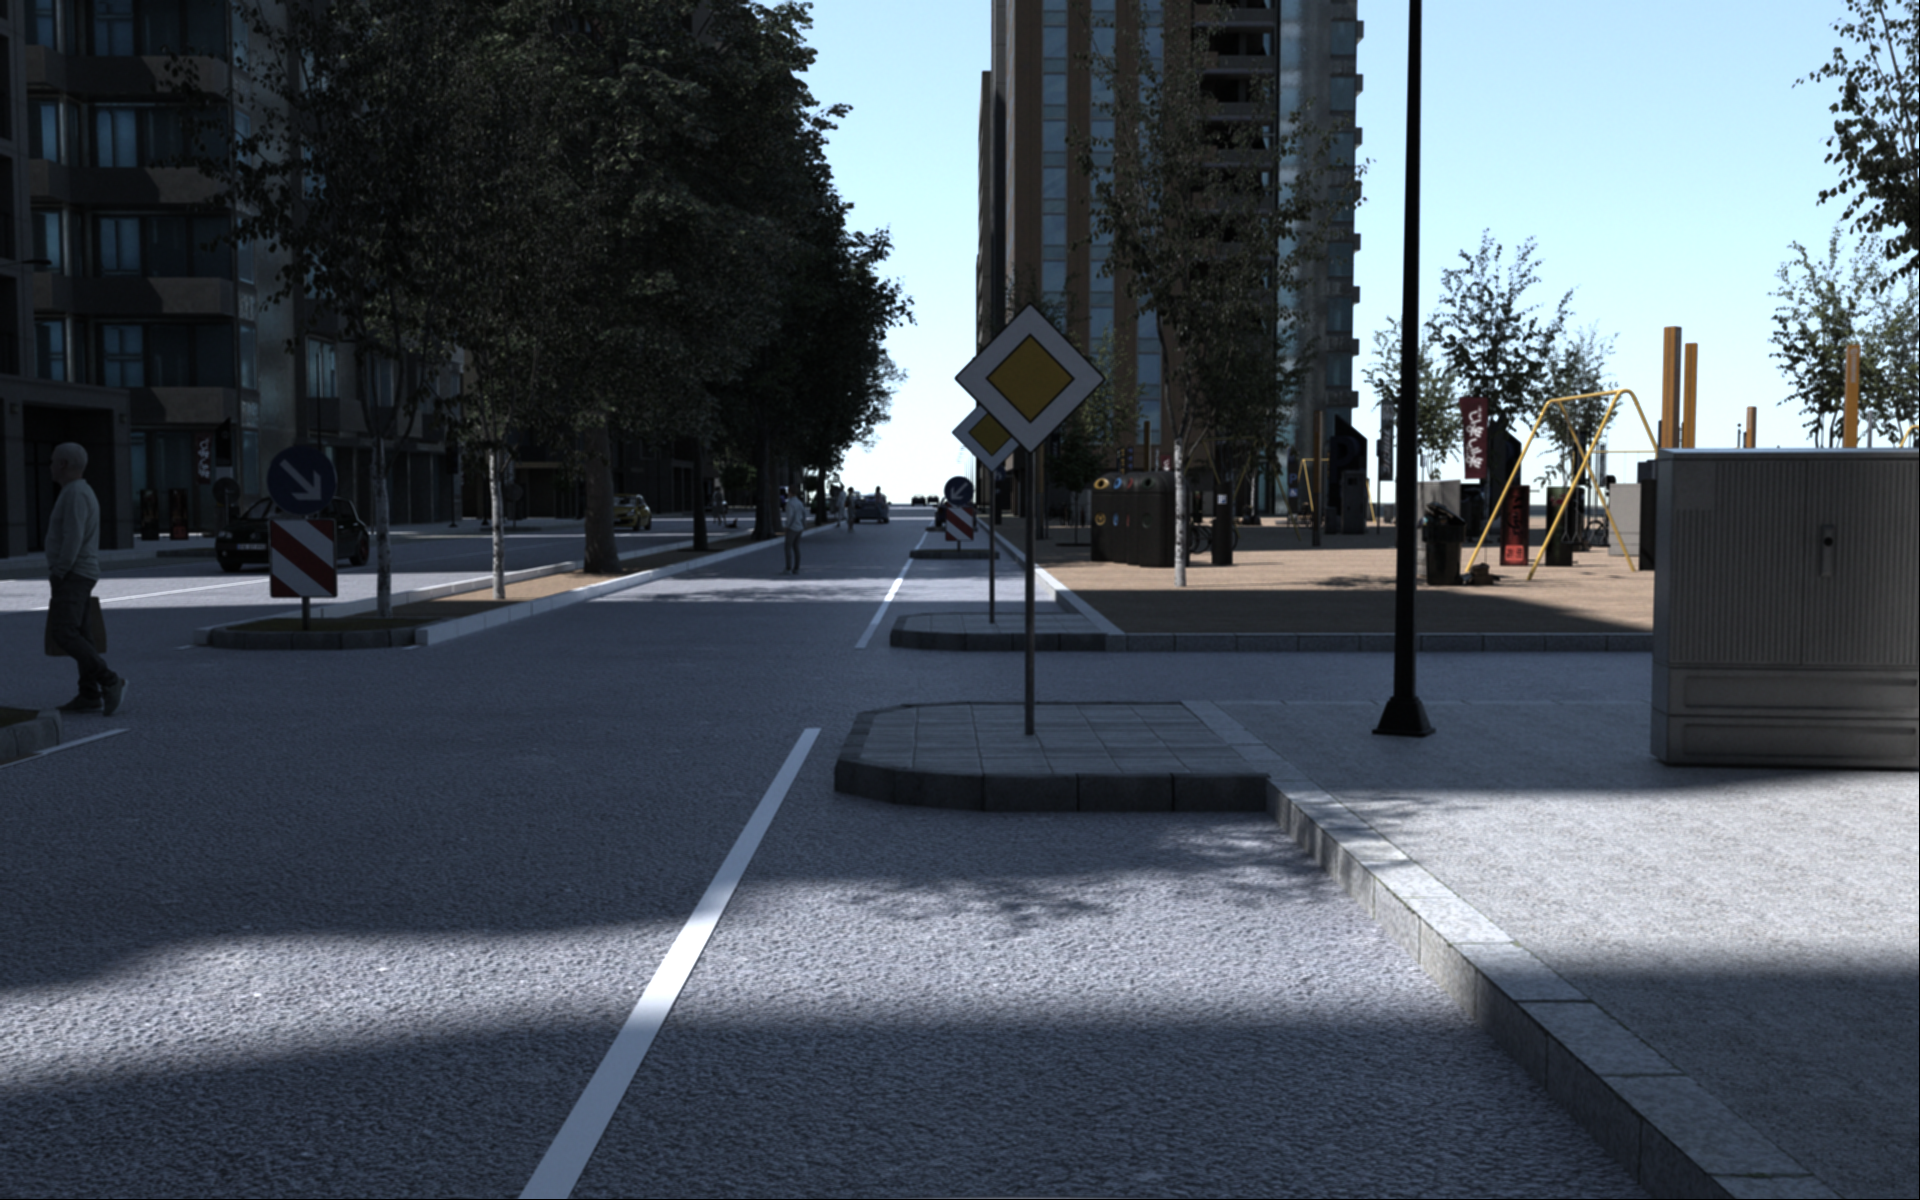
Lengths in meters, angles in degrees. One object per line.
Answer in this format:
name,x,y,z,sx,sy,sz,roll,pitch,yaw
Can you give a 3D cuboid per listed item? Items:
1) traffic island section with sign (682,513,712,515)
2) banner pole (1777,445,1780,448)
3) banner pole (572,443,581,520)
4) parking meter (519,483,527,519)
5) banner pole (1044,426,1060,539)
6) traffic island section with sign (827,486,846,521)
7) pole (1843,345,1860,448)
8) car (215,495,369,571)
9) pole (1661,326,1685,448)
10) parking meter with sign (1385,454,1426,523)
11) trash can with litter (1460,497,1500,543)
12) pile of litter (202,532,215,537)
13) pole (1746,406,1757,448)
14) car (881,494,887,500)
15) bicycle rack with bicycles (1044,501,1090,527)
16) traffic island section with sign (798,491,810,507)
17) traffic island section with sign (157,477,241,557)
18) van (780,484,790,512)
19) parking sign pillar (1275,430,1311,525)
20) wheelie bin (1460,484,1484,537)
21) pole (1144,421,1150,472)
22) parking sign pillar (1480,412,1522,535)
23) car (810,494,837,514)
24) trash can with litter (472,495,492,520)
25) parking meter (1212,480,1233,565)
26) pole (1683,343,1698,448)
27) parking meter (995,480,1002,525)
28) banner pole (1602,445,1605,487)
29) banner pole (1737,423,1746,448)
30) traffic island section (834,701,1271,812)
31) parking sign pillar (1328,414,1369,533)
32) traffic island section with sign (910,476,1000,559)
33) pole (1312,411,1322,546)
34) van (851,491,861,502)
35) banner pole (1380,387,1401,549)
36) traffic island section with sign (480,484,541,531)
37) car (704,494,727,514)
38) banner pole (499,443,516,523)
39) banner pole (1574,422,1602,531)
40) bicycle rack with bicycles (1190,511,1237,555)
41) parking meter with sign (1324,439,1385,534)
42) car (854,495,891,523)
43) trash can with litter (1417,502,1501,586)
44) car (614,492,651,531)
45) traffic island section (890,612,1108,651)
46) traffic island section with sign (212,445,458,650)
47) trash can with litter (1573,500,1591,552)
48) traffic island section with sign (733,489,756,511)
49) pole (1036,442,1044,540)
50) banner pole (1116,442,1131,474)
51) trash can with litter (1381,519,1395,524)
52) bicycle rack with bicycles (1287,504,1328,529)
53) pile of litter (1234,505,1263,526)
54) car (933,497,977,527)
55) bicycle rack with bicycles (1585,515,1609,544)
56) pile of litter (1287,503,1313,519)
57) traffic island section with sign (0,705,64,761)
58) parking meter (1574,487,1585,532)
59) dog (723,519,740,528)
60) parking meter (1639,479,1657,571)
traffic island section with sign,-17.632,-6.626,116.969,1.989,1.847,2.006,0,4,0
banner pole,41.771,-6.057,89.046,0.863,3.779,0.401,2,4,29
banner pole,-19.036,-5.856,85.764,0.401,3.779,0.863,-1,4,-18
parking meter,-22.676,-5.140,89.752,0.399,1.863,0.255,1,4,15
banner pole,2.609,-3.620,49.204,0.401,3.779,0.863,-2,4,-33
traffic island section with sign,-6.672,-5.129,91.991,2.006,1.907,1.989,0,4,0
pole,12.211,-1.831,23.778,0.158,3.312,0.155,0,3,0
car,-12.792,-1.440,33.332,2.009,1.686,4.222,0,4,0
pole,8.683,-1.673,21.195,0.158,3.312,0.155,0,3,0
parking meter with sign,19.675,-4.919,76.693,1.738,3.016,0.543,2,4,33
trash can with litter,13.650,-2.116,45.656,2.233,1.210,1.678,0,4,-7
pile of litter,-21.840,-2.283,51.295,1.176,0.858,1.719,-2,4,-26
pole,18.437,-2.849,40.423,0.158,3.312,0.155,0,3,0
car,-10.822,-13.703,233.084,2.155,1.783,4.494,0,4,-1
bicycle rack with bicycles,3.823,-3.328,67.787,2.852,0.926,2.925,0,4,6
traffic island section with sign,-18.166,-11.577,197.911,1.989,1.847,2.006,0,4,0
traffic island section with sign,-17.107,-1.915,39.941,1.989,1.847,2.006,0,4,0
van,-15.027,-8.425,142.127,2.240,2.365,5.245,0,4,2
parking sign pillar,13.866,-5.111,72.030,1.447,3.967,1.447,1,4,11
wheelie bin,15.291,-2.691,51.900,0.980,1.594,0.693,0,3,0
pole,5.237,-3.343,48.499,0.158,3.312,0.155,0,3,0
parking sign pillar,16.974,-4.080,55.186,1.447,3.967,1.447,2,4,35
car,-10.038,-7.250,127.337,1.959,1.807,4.718,0,4,-1
trash can with litter,-24.009,-4.701,87.920,1.678,1.210,2.233,-2,4,-34
parking meter,4.769,-1.410,31.463,0.372,1.533,0.369,0,3,0
pole,9.884,-1.814,23.498,0.158,3.312,0.155,0,3,0
parking meter,1.530,-4.081,72.437,0.399,1.863,0.255,-1,4,-13
banner pole,28.373,-5.308,76.808,0.863,3.779,0.401,-3,4,-39
banner pole,27.787,-4.365,61.383,0.863,3.779,0.401,0,4,-7
traffic island section,0.392,0.797,9.252,2.009,0.180,2.903,0,4,0
parking sign pillar,12.914,-4.233,57.681,1.447,3.967,1.447,-3,4,-37
traffic island section with sign,-0.130,-1.857,38.984,1.989,1.847,2.006,0,4,0
pole,8.781,-2.979,42.553,0.158,3.312,0.155,0,3,0
van,-14.093,-13.822,232.998,2.013,2.044,4.112,0,4,-2
banner pole,10.097,-3.090,40.544,0.863,3.779,0.401,-2,4,-35
traffic island section with sign,-17.294,-3.564,66.896,1.989,1.847,2.006,0,4,0
car,-17.473,-6.868,122.084,2.009,1.686,4.222,0,3,0
banner pole,-19.814,-5.255,75.928,0.401,3.779,0.863,3,5,42
banner pole,21.732,-4.301,60.336,0.401,3.779,0.863,-2,4,-35
bicycle rack with bicycles,4.543,-1.465,37.337,2.925,0.926,2.852,0,4,-6
parking meter with sign,12.502,-3.600,55.128,1.738,3.016,0.543,0,4,2
car,-4.422,-4.535,86.150,2.014,1.417,4.499,0,4,-1
trash can with litter,7.030,-0.797,24.422,1.055,1.170,0.624,0,4,-8
car,-13.173,-3.512,67.640,2.015,1.641,3.980,0,4,-1
traffic island section,0.338,0.308,17.237,2.009,0.180,2.903,0,4,0
traffic island section with sign,-6.159,-0.533,16.855,2.006,1.907,1.989,0,4,0
trash can with litter,13.654,-1.664,38.600,0.624,1.170,1.055,3,5,40
traffic island section with sign,-17.813,-8.288,144.140,1.989,1.847,2.006,0,4,0
pole,2.227,-3.326,48.225,0.158,3.312,0.155,0,3,0
banner pole,7.907,-5.698,83.174,0.863,3.779,0.401,1,4,20
trash can with litter,18.647,-3.858,74.133,1.678,1.210,2.233,1,4,21
bicycle rack with bicycles,13.629,-3.122,64.420,2.925,0.926,2.852,-1,4,-17
pile of litter,11.508,-3.448,70.334,1.719,0.858,1.176,0,4,-5
car,-0.201,-3.816,74.977,1.945,1.354,3.894,0,4,-2
bicycle rack with bicycles,16.897,-1.792,42.677,2.925,0.926,2.852,0,4,3
pile of litter,17.849,-4.632,89.706,1.719,0.858,1.176,3,4,36
traffic island section with sign,-6.119,-0.080,9.448,2.006,1.907,1.989,0,4,0
parking meter,20.915,-3.066,58.548,0.372,1.533,0.369,0,3,0
dog,-9.578,-3.205,72.600,0.748,0.427,0.550,3,4,38
parking meter,11.633,-1.267,29.122,0.372,1.533,0.369,0,3,0
